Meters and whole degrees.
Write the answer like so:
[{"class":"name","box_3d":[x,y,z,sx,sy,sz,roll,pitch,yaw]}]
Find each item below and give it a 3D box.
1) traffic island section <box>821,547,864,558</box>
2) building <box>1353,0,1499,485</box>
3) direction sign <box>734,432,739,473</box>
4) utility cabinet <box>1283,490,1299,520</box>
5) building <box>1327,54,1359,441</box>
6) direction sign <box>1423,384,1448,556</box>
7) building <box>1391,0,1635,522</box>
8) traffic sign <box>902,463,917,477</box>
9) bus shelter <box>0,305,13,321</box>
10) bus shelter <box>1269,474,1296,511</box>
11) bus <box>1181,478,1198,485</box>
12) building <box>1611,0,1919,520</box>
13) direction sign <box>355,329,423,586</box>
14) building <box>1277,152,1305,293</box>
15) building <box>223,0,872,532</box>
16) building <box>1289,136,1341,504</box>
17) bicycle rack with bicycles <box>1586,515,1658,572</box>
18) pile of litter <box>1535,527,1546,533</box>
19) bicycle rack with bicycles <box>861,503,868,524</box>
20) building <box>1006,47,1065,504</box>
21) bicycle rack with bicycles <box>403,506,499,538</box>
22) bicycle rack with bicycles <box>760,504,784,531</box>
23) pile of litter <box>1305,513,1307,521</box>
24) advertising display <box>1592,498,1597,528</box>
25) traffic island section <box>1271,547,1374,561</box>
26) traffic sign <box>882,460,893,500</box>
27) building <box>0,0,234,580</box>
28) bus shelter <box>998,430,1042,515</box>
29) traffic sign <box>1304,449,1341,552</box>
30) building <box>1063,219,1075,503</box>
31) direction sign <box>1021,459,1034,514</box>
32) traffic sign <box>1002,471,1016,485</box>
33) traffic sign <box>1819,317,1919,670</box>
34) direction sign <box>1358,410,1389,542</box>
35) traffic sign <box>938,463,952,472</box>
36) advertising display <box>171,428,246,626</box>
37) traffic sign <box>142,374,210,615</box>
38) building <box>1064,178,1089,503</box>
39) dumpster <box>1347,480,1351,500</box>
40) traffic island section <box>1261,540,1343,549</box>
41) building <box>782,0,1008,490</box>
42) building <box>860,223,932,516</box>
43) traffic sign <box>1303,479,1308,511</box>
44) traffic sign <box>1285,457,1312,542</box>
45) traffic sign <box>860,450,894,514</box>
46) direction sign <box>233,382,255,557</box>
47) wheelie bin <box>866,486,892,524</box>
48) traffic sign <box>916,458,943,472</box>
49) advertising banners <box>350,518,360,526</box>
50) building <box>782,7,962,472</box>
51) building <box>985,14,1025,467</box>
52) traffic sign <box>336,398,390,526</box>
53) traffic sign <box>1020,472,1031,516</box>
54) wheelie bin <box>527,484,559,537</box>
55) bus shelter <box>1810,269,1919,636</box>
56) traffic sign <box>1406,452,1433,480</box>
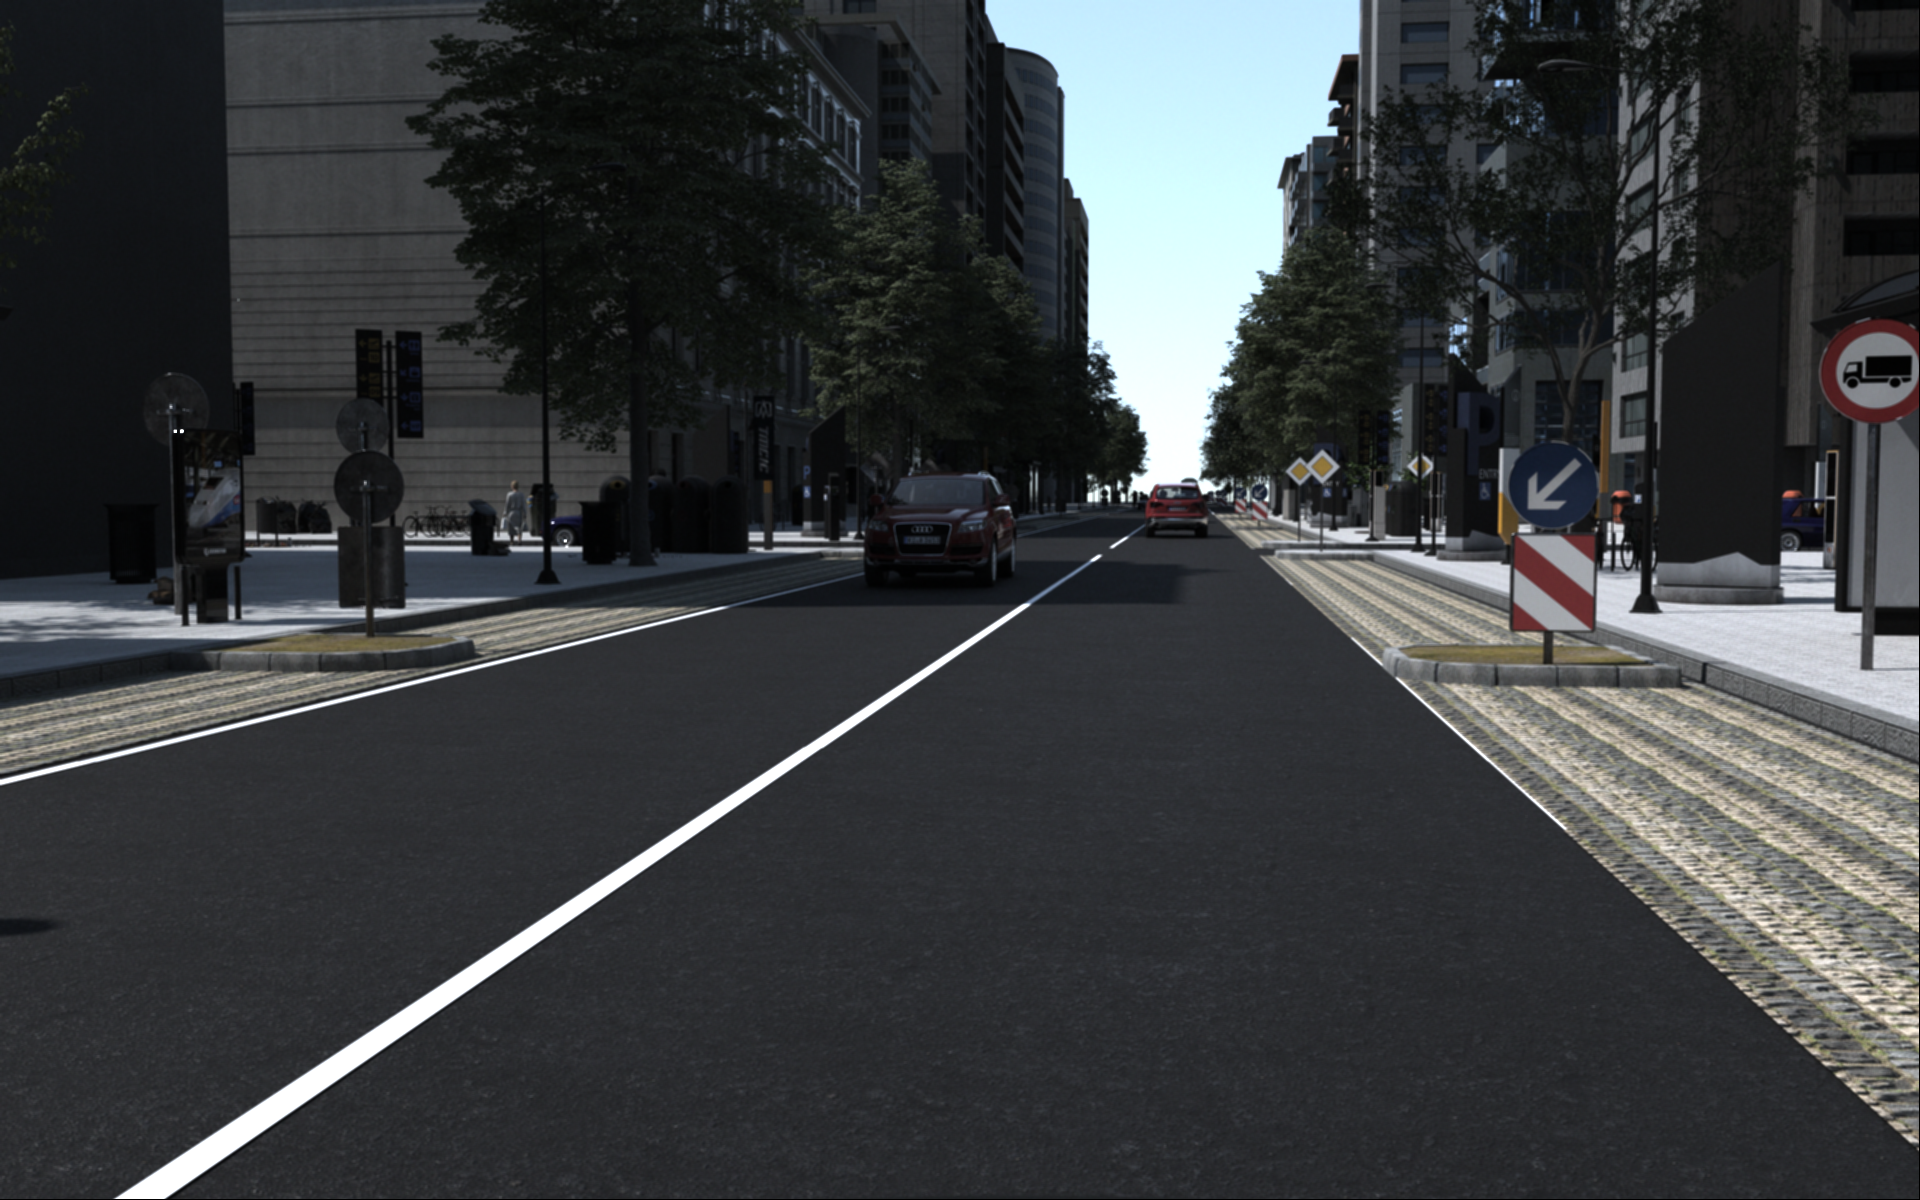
[{"class":"traffic island section","box_3d":[-1.942,-1.077,39.886,2.009,0.180,2.903,0,4,8]},{"class":"building","box_3d":[43.322,-36.690,141.878,21.231,58.520,28.212,0,4,8]},{"class":"direction sign","box_3d":[-8.364,-4.360,63.288,0.876,3.537,0.379,3,5,41]},{"class":"utility cabinet","box_3d":[16.185,-4.649,84.693,0.318,1.500,1.173,3,4,36]},{"class":"building","box_3d":[47.689,-31.567,170.739,22.147,44.769,28.867,0,4,8]},{"class":"direction sign","box_3d":[9.837,-2.684,35.878,0.876,3.537,0.379,-3,5,-44]},{"class":"building","box_3d":[36.565,-47.635,91.498,22.319,86.520,31.000,0,4,8]},{"class":"traffic sign","box_3d":[-2.107,-4.369,71.547,0.768,2.556,0.104,1,4,13]},{"class":"bus shelter","box_3d":[-9.405,-1.117,12.188,2.014,3.302,5.546,0,4,7]},{"class":"bus shelter","box_3d":[21.878,-7.558,117.497,2.014,3.302,5.546,0,4,8]},{"class":"bus","box_3d":[35.050,-16.703,264.638,2.896,3.916,12.252,0,4,8]},{"class":"building","box_3d":[31.582,-17.627,59.899,14.107,30.474,14.160,0,4,8]},{"class":"direction sign","box_3d":[-7.897,-1.960,24.049,0.876,3.537,0.379,-2,4,-28]},{"class":"building","box_3d":[62.749,-41.089,261.037,28.713,52.752,27.495,0,4,8]},{"class":"building","box_3d":[-15.939,-18.505,78.964,17.030,29.872,44.131,0,4,8]},{"class":"building","box_3d":[55.701,-37.436,231.692,23.786,49.044,30.456,0,4,8]},{"class":"bicycle rack with bicycles","box_3d":[11.758,-0.958,29.041,2.852,0.926,2.925,1,4,22]},{"class":"pile of litter","box_3d":[15.698,-1.960,46.009,1.176,0.858,1.719,1,4,16]},{"class":"bicycle rack with bicycles","box_3d":[-2.902,-3.724,74.273,2.852,0.926,2.925,-1,4,-16]},{"class":"building","box_3d":[2.188,-42.006,228.790,21.231,58.520,28.212,0,4,8]},{"class":"bicycle rack with bicycles","box_3d":[-15.267,-2.354,51.870,2.925,0.926,2.852,-3,5,-41]},{"class":"bicycle rack with bicycles","box_3d":[-7.355,-2.872,60.346,2.852,0.926,2.925,0,4,6]},{"class":"pile of litter","box_3d":[16.970,-4.180,82.315,1.176,0.858,1.719,2,4,33]},{"class":"advertising display","box_3d":[21.735,-3.327,59.618,0.123,1.923,0.974,0,4,6]},{"class":"traffic island section","box_3d":[8.061,-0.995,38.551,2.009,0.180,2.903,0,4,8]},{"class":"traffic sign","box_3d":[-2.722,-3.885,63.633,0.768,2.556,0.104,1,4,10]},{"class":"building","box_3d":[-26.006,-14.322,27.673,24.014,27.812,14.314,0,4,8]},{"class":"bus shelter","box_3d":[3.613,-7.953,107.662,2.179,5.291,8.768,0,4,7]},{"class":"traffic sign","box_3d":[8.036,-2.131,38.477,0.795,2.450,0.064,0,4,8]},{"class":"building","box_3d":[9.151,-34.705,251.013,14.154,41.232,14.086,0,4,8]},{"class":"direction sign","box_3d":[4.362,-7.364,112.404,0.876,3.537,0.379,-1,4,-19]},{"class":"traffic sign","box_3d":[2.651,-5.740,93.959,0.768,2.556,0.104,1,4,16]},{"class":"traffic sign","box_3d":[6.617,-0.762,12.562,0.768,2.556,0.104,1,4,16]},{"class":"direction sign","box_3d":[11.181,-3.358,46.896,0.876,3.537,0.379,-1,4,-12]},{"class":"traffic sign","box_3d":[-0.711,-4.402,72.077,0.768,2.556,0.104,1,4,13]},{"class":"advertising display","box_3d":[-7.461,-0.735,17.235,0.123,1.923,0.974,1,4,11]},{"class":"traffic sign","box_3d":[-8.307,-1.115,18.338,0.768,2.556,0.104,0,4,8]},{"class":"building","box_3d":[8.633,-39.473,269.086,21.300,48.544,21.600,0,4,8]},{"class":"dumpster","box_3d":[17.206,-4.737,79.950,1.502,2.255,1.985,0,4,8]},{"class":"traffic island section","box_3d":[9.117,-1.479,46.466,2.009,0.180,2.903,0,4,8]},{"class":"building","box_3d":[-6.154,-44.054,158.538,20.563,71.187,20.611,0,4,8]},{"class":"building","box_3d":[-8.049,-15.021,110.214,10.561,19.102,19.286,0,4,8]},{"class":"traffic sign","box_3d":[18.432,-5.642,92.349,0.768,2.556,0.104,1,4,13]},{"class":"traffic sign","box_3d":[9.093,-2.615,46.392,0.795,2.450,0.064,0,4,8]},{"class":"traffic sign","box_3d":[-1.917,-2.213,39.821,0.795,2.450,0.064,0,4,8]},{"class":"direction sign","box_3d":[-14.633,-2.642,35.191,0.876,3.537,0.379,2,4,28]},{"class":"wheelie bin","box_3d":[-3.401,-3.838,70.665,0.980,1.594,0.693,2,4,24]},{"class":"traffic sign","box_3d":[-0.861,-2.697,47.736,0.795,2.450,0.064,0,4,8]},{"class":"advertising banners","box_3d":[-12.269,-2.388,35.235,0.090,3.025,2.074,-2,4,-28]},{"class":"building","box_3d":[-15.258,-27.260,137.577,32.217,40.220,23.993,0,4,8]},{"class":"building","box_3d":[-4.895,-34.087,181.019,21.300,48.544,21.600,0,4,8]},{"class":"traffic sign","box_3d":[-7.937,-1.401,23.015,0.768,2.556,0.104,1,4,11]},{"class":"traffic sign","box_3d":[3.713,-6.078,99.483,0.768,2.556,0.104,1,4,12]},{"class":"wheelie bin","box_3d":[-12.556,-2.717,52.330,0.980,1.594,0.693,-3,4,-36]},{"class":"bus shelter","box_3d":[8.450,-1.175,13.130,2.014,3.302,5.546,0,4,8]},{"class":"traffic sign","box_3d":[12.561,-2.815,47.216,0.795,2.450,0.064,1,4,12]}]
